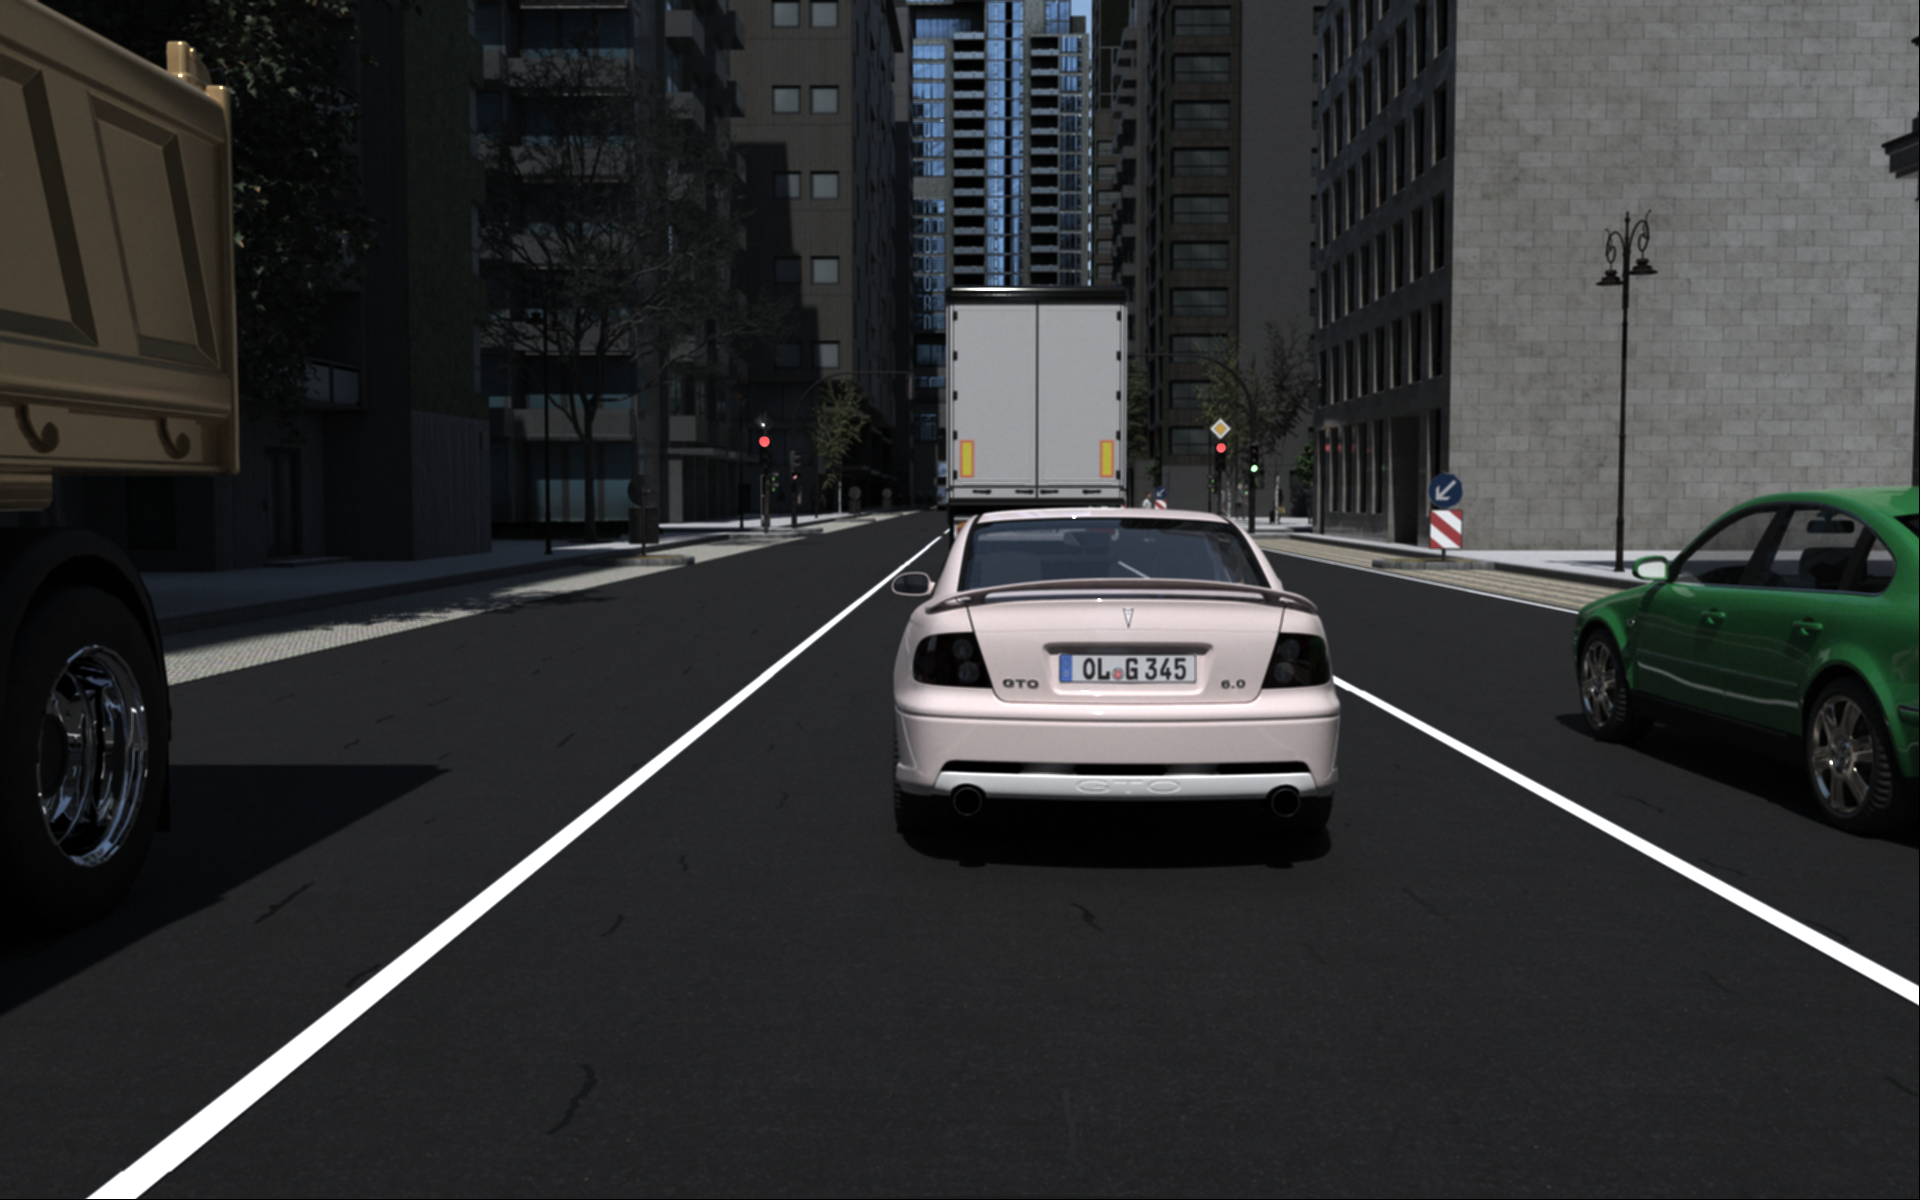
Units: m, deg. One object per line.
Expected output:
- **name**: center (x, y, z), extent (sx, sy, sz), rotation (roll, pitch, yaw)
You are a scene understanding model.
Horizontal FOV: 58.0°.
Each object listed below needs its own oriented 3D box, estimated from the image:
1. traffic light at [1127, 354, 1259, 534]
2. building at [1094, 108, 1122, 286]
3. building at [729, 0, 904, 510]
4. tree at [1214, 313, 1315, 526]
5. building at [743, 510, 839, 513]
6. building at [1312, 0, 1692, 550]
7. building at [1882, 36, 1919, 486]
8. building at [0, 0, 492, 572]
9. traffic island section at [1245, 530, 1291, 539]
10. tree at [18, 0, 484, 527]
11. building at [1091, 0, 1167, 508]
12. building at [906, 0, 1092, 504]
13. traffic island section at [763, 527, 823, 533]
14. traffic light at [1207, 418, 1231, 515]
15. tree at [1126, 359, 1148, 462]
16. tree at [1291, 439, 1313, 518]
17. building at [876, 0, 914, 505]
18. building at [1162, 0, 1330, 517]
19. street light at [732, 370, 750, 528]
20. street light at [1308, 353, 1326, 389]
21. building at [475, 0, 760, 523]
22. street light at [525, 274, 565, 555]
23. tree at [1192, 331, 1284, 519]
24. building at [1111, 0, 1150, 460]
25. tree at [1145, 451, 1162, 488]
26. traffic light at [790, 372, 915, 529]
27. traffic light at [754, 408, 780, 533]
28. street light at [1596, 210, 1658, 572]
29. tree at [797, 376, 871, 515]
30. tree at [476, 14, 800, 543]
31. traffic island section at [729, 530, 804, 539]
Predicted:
- **traffic light**: center (7.355, -4.978, 56.054), extent (4.771, 5.953, 1.251), rotation (0, 4, 1)
- **building**: center (21.352, -30.782, 186.881), extent (14.154, 41.232, 14.086), rotation (0, 4, 1)
- **building**: center (-20.738, -36.149, 180.278), extent (28.713, 52.752, 27.495), rotation (0, 4, 1)
- **tree**: center (12.824, -7.360, 70.701), extent (4.360, 8.622, 3.978), rotation (0, 3, 0)
- **building**: center (-20.583, -34.470, 152.826), extent (28.713, 52.752, 27.495), rotation (0, 4, 1)
- **building**: center (16.467, -11.767, 47.134), extent (10.420, 20.320, 16.860), rotation (0, 4, 1)
- **building**: center (15.535, -10.251, 18.515), extent (10.553, 20.767, 40.483), rotation (0, 4, 1)
- **building**: center (-17.489, -21.204, 30.274), extent (14.154, 41.232, 14.086), rotation (0, 4, 1)
- **traffic island section**: center (9.488, -2.079, 56.267), extent (2.009, 0.180, 2.903), rotation (0, 4, 1)
- **tree**: center (-9.972, -6.201, 18.395), extent (9.611, 12.733, 9.660), rotation (0, 3, 0)
- **building**: center (23.942, -46.788, 203.235), extent (20.563, 71.187, 20.611), rotation (0, 4, 1)
- **building**: center (4.312, -56.274, 232.749), extent (31.000, 86.520, 22.319), rotation (0, 4, 1)
- **traffic island section**: center (-6.194, -2.586, 64.565), extent (2.009, 0.180, 2.903), rotation (0, 4, 1)
- **traffic light**: center (9.604, -4.600, 64.138), extent (0.839, 4.253, 0.868), rotation (0, 4, 1)
- **tree**: center (14.280, -13.852, 144.610), extent (7.486, 12.596, 7.792), rotation (0, 3, 0)
- **tree**: center (19.460, -6.681, 92.940), extent (4.285, 4.588, 4.351), rotation (0, 3, 0)
- **building**: center (-19.705, -40.535, 204.740), extent (28.212, 58.520, 21.231), rotation (0, 4, 1)
- **building**: center (18.727, -20.160, 101.320), extent (14.160, 30.474, 14.107), rotation (0, 4, 1)
- **street light**: center (-8.179, -5.622, 64.713), extent (0.468, 5.910, 1.993), rotation (0, 4, 1)
- **street light**: center (11.546, -5.069, 55.669), extent (0.468, 5.910, 1.993), rotation (0, 4, 1)
- **building**: center (-22.484, -28.314, 82.539), extent (23.786, 49.044, 30.456), rotation (0, 4, 1)
- **street light**: center (-8.751, -3.906, 36.656), extent (0.468, 5.910, 1.993), rotation (0, 4, 1)
- **tree**: center (12.224, -7.793, 77.770), extent (4.737, 8.622, 4.395), rotation (0, 3, 0)
- **building**: center (25.934, -33.295, 163.985), extent (23.786, 49.044, 30.456), rotation (0, 4, 1)
- **tree**: center (13.861, -7.991, 114.370), extent (4.285, 4.588, 4.351), rotation (0, 3, 0)
- **traffic light**: center (-4.061, -5.490, 64.424), extent (4.771, 5.953, 1.251), rotation (0, 4, 1)
- **traffic light**: center (-6.311, -4.130, 56.446), extent (0.839, 4.253, 0.868), rotation (0, 4, 1)
- **street light**: center (10.914, -3.407, 28.494), extent (0.468, 5.910, 1.993), rotation (0, 4, 1)
- **tree**: center (-7.623, -9.546, 106.435), extent (4.737, 8.622, 4.395), rotation (0, 3, 0)
- **tree**: center (-9.822, -8.254, 45.318), extent (12.009, 13.543, 11.850), rotation (0, 3, 0)
- **traffic island section**: center (-6.351, -2.098, 56.581), extent (2.009, 0.180, 2.903), rotation (0, 4, 1)
